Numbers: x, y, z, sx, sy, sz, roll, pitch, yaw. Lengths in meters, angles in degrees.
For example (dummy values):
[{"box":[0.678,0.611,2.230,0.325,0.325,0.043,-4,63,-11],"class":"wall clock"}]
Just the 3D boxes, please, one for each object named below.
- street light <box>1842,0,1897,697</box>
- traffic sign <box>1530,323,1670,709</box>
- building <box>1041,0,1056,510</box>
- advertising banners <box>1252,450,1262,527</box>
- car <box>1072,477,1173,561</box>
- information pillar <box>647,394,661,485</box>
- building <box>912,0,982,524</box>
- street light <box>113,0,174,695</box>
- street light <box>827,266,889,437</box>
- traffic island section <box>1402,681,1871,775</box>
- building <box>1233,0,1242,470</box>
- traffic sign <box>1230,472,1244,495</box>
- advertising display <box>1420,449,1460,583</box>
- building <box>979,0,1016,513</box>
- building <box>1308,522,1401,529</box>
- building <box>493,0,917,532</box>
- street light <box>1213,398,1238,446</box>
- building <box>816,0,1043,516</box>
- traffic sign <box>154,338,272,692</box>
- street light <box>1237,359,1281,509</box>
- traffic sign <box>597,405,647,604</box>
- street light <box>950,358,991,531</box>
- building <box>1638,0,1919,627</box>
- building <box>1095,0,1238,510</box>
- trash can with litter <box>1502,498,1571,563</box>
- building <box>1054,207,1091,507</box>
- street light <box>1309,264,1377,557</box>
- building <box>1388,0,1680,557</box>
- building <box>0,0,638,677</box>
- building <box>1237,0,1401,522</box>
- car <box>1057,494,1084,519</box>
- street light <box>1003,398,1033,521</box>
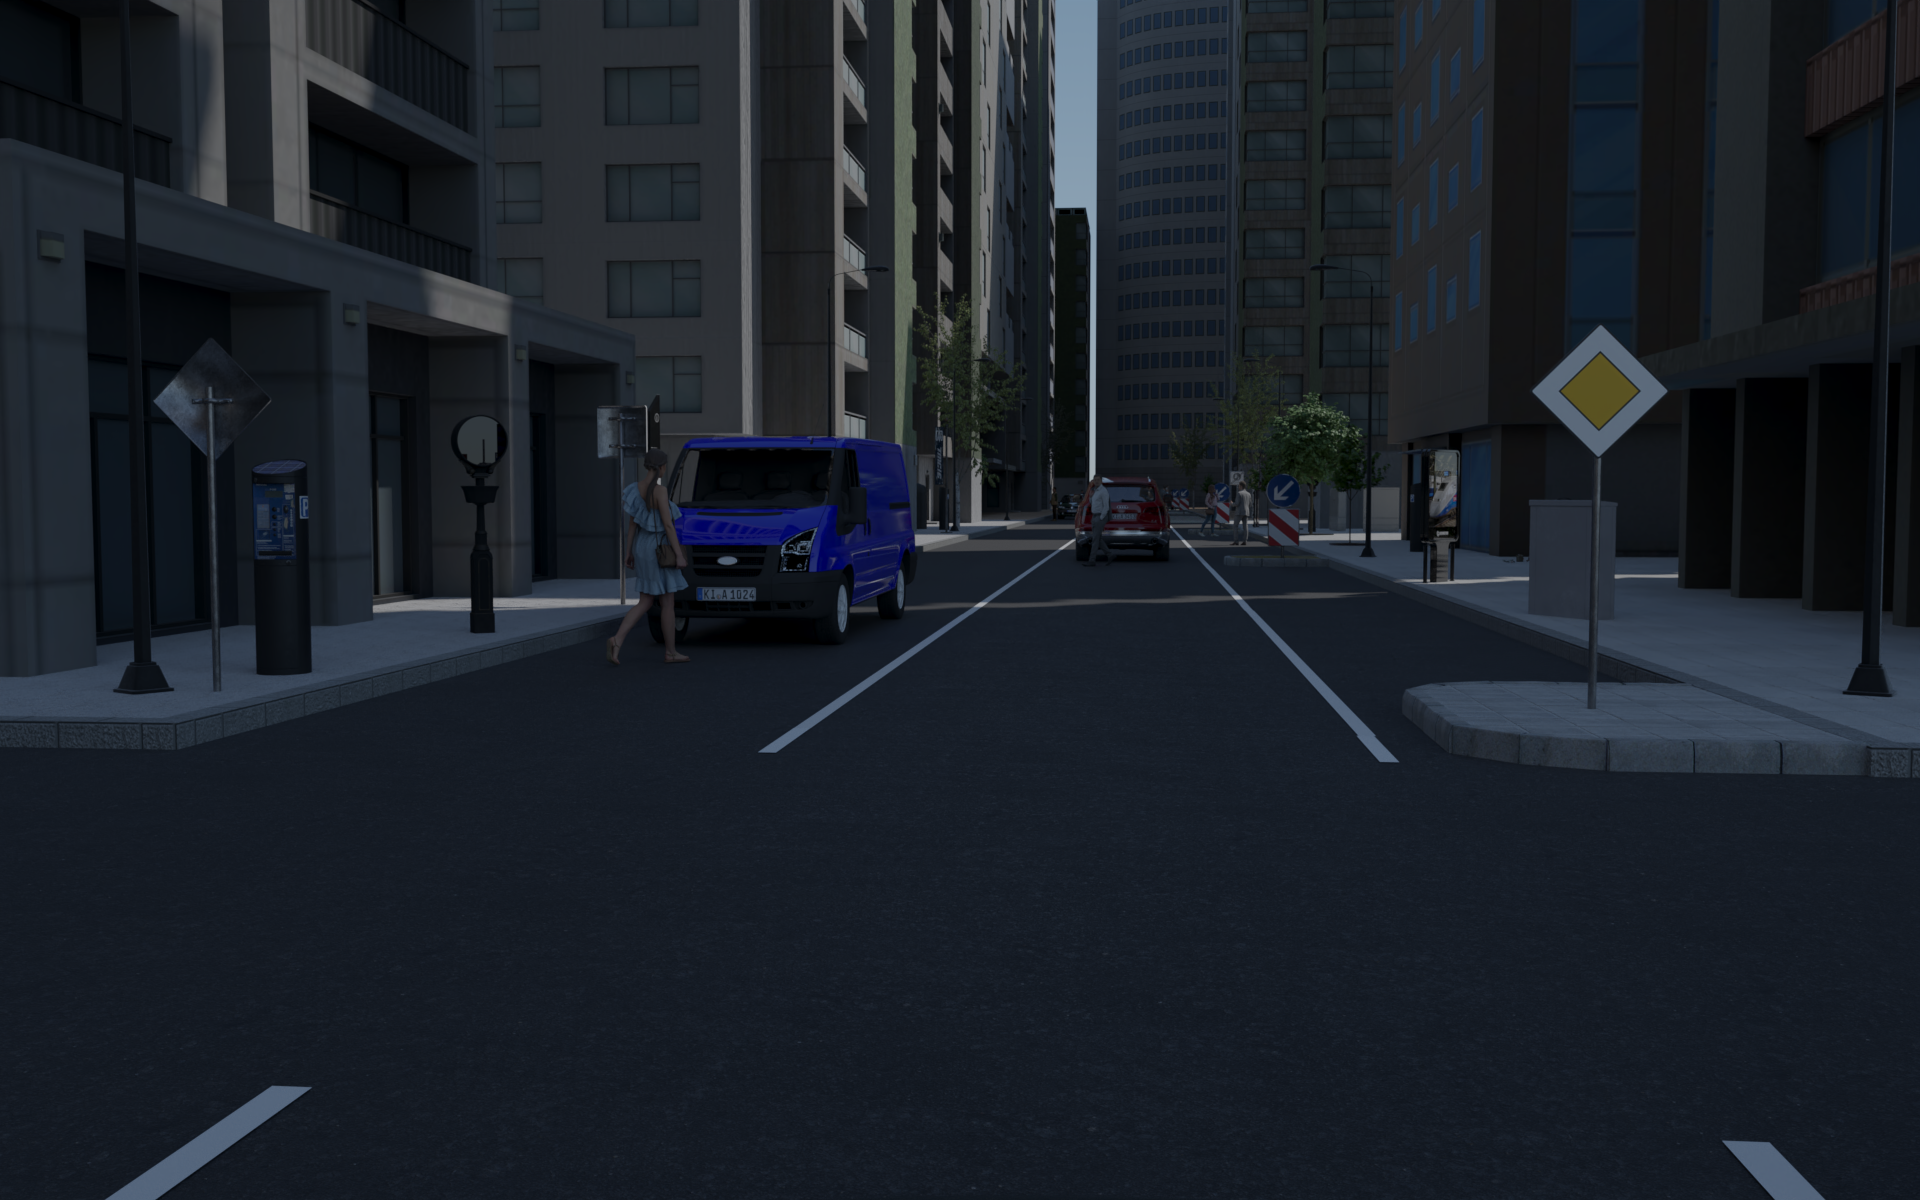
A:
[{"box":[5.298,-2.352,10.991,1.470,5.913,1.316,0,4,6],"class":"street light"},{"box":[3.771,-0.406,10.284,0.795,2.450,0.064,0,4,6],"class":"traffic sign"},{"box":[-5.972,-37.211,150.402,28.212,58.520,21.231,0,4,6],"class":"building"},{"box":[11.558,-4.346,67.251,0.090,3.025,2.074,1,4,18],"class":"advertising banners"},{"box":[3.634,-1.837,38.707,2.281,1.827,5.304,0,4,5],"class":"car"},{"box":[-7.165,-3.012,40.607,0.183,3.616,0.504,1,4,19],"class":"information pillar"},{"box":[-6.690,-18.502,74.213,14.160,30.474,14.107,0,4,6],"class":"building"},{"box":[-4.764,-2.353,11.006,1.470,5.913,1.316,0,4,6],"class":"street light"},{"box":[-2.138,-3.846,35.427,1.470,5.913,1.316,0,4,6],"class":"street light"},{"box":[3.795,0.729,10.359,2.009,0.180,2.903,0,4,6],"class":"traffic island section"},{"box":[32.609,-32.186,115.487,28.713,52.752,27.495,0,4,6],"class":"building"},{"box":[12.374,-4.605,77.420,0.606,2.300,0.079,1,4,9],"class":"traffic sign"},{"box":[6.977,-1.221,25.180,0.123,1.923,0.974,3,5,42],"class":"advertising display"},{"box":[-10.980,-31.297,100.948,28.713,52.752,27.495,0,4,6],"class":"building"},{"box":[21.025,-18.203,69.326,14.160,30.474,14.107,0,4,6],"class":"building"},{"box":[-9.172,-22.530,51.968,14.154,41.232,14.086,0,4,6],"class":"building"},{"box":[12.908,-6.808,83.846,1.470,5.913,1.316,0,4,6],"class":"street light"},{"box":[-1.619,-26.796,121.711,14.154,41.232,14.086,0,4,6],"class":"building"},{"box":[-4.825,-0.462,11.195,0.795,2.450,0.064,0,4,6],"class":"traffic sign"},{"box":[10.411,-5.317,59.476,1.470,5.913,1.316,0,4,6],"class":"street light"},{"box":[-3.913,-1.097,20.059,0.606,2.300,0.079,1,4,12],"class":"traffic sign"},{"box":[0.344,-5.310,59.366,1.470,5.913,1.316,0,4,6],"class":"street light"},{"box":[22.773,-22.193,17.484,28.867,44.769,22.147,0,4,6],"class":"building"},{"box":[28.186,-38.921,178.351,28.212,58.520,21.231,0,4,6],"class":"building"},{"box":[11.141,-1.345,33.051,2.233,1.210,1.678,-2,4,-26],"class":"trash can with litter"},{"box":[6.262,-24.803,177.229,14.107,30.474,14.160,0,4,6],"class":"building"},{"box":[7.763,-3.828,35.123,1.470,5.913,1.316,0,4,6],"class":"street light"},{"box":[18.228,-23.847,40.012,14.600,45.320,14.200,0,4,6],"class":"building"},{"box":[-15.606,-35.657,21.237,20.563,71.187,20.611,0,4,6],"class":"building"},{"box":[22.515,-19.855,96.330,14.160,30.474,14.107,0,4,6],"class":"building"},{"box":[6.510,-5.455,98.979,2.009,1.686,4.222,0,4,7],"class":"car"},{"box":[2.819,-6.801,83.734,1.470,5.913,1.316,0,4,6],"class":"street light"}]
